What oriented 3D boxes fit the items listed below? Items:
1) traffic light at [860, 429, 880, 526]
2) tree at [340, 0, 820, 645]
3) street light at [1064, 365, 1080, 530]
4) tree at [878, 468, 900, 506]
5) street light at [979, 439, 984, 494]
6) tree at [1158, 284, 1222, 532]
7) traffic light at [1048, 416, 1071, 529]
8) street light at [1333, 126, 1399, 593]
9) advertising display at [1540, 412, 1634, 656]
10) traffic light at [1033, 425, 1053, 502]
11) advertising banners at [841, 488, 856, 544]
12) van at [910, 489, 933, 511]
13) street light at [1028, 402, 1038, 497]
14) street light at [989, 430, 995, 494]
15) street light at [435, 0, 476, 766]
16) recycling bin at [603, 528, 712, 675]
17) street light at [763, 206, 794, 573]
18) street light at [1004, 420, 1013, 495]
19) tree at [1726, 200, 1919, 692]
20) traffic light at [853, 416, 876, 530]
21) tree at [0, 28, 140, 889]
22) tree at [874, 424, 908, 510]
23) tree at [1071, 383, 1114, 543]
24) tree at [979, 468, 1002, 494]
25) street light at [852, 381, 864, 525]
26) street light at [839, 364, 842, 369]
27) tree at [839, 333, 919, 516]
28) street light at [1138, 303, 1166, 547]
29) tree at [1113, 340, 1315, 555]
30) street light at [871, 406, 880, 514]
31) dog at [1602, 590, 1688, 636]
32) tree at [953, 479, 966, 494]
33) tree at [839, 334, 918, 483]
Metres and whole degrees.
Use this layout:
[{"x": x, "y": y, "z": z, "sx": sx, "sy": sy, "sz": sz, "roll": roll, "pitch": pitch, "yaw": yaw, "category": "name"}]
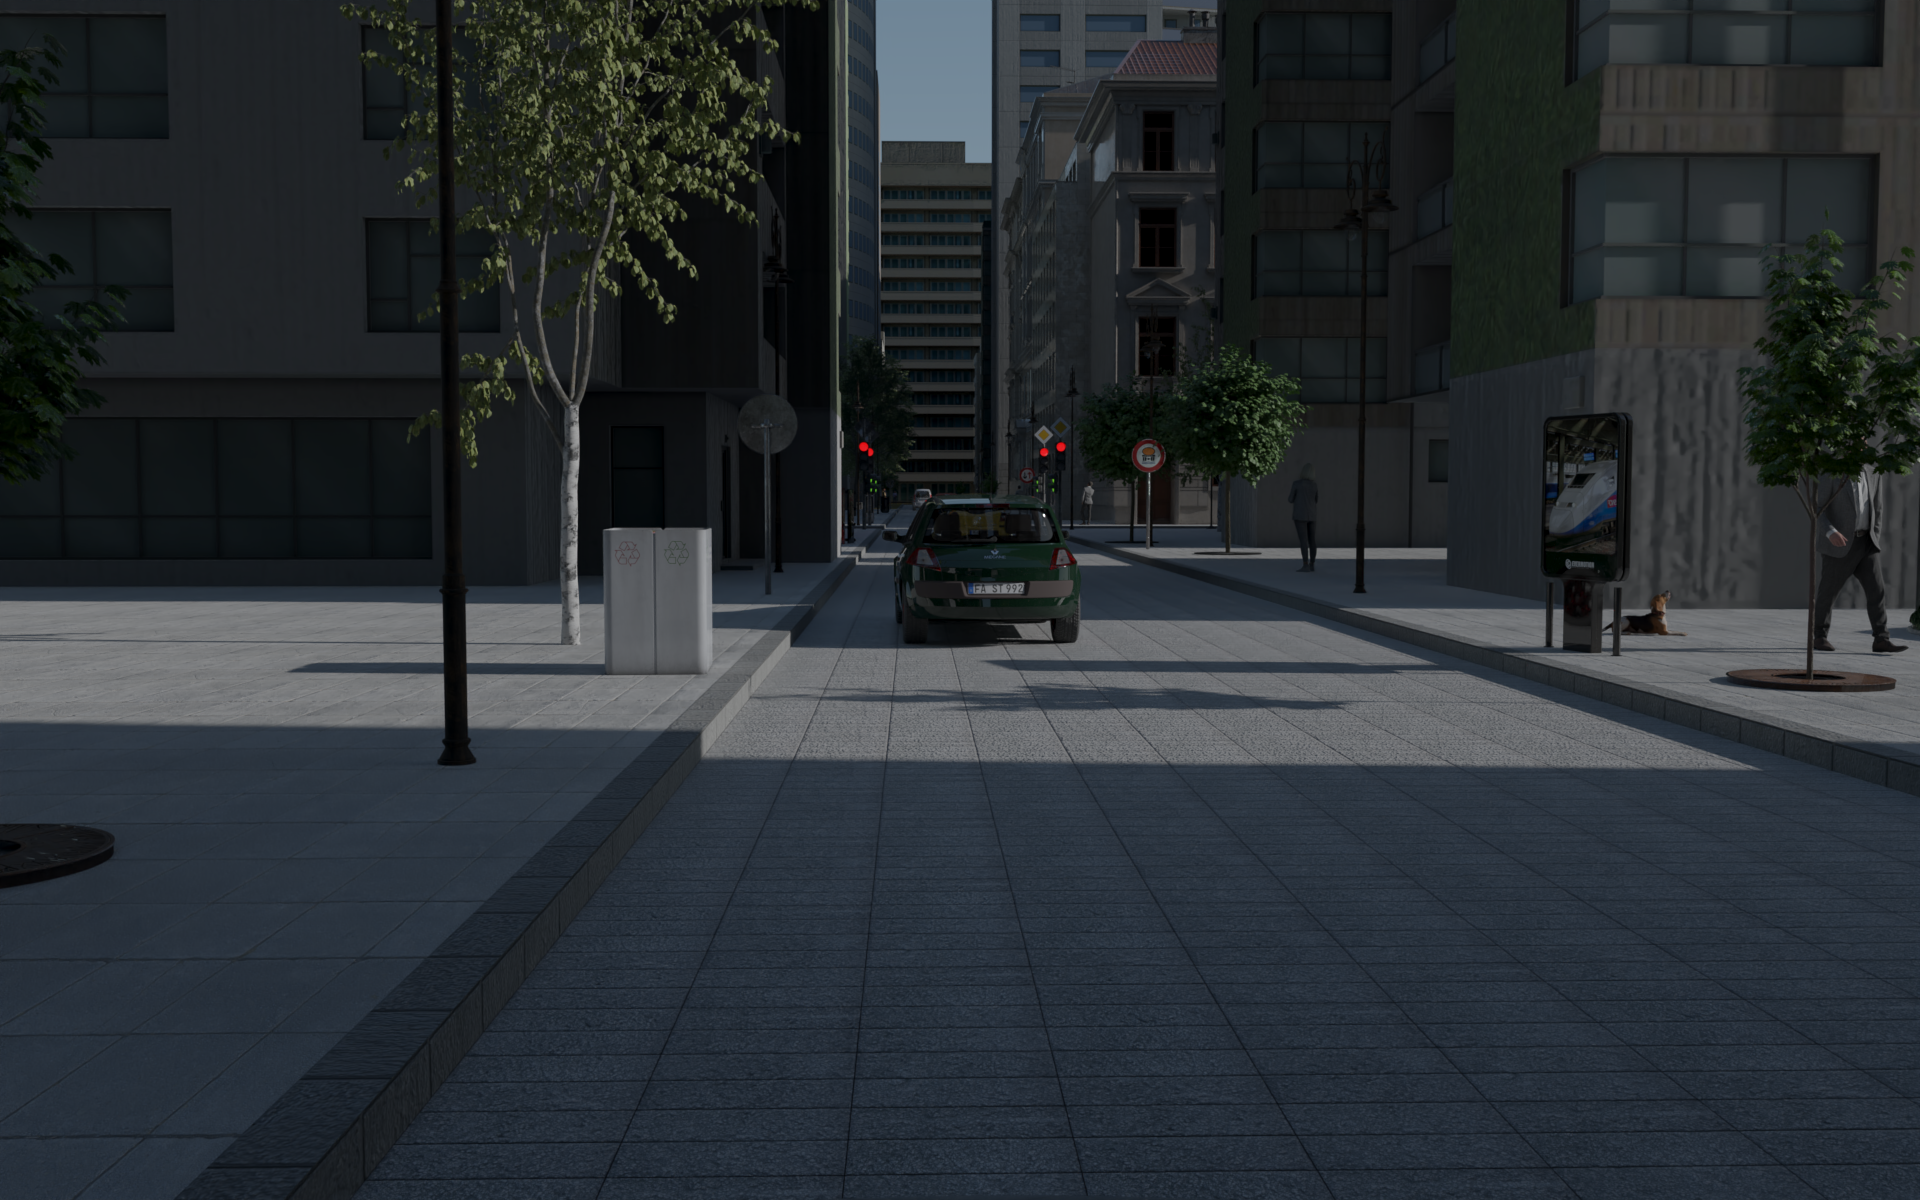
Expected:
[{"x": -3.663, "y": -4.990, "z": 70.512, "sx": 0.839, "sy": 4.253, "sz": 0.868, "roll": 0, "pitch": 4, "yaw": -2, "category": "traffic light"}, {"x": -3.307, "y": -3.939, "z": 14.768, "sx": 4.737, "sy": 8.622, "sz": 4.395, "roll": 0, "pitch": 3, "yaw": 0, "category": "tree"}, {"x": 4.024, "y": -5.466, "z": 62.151, "sx": 0.468, "sy": 5.910, "sz": 1.993, "roll": 0, "pitch": 4, "yaw": -2, "category": "street light"}, {"x": -8.281, "y": -12.676, "z": 190.958, "sx": 4.285, "sy": 4.588, "sz": 4.351, "roll": 0, "pitch": 3, "yaw": 0, "category": "tree"}, {"x": 1.808, "y": -10.564, "z": 145.501, "sx": 0.468, "sy": 5.910, "sz": 1.993, "roll": 0, "pitch": 4, "yaw": -2, "category": "street light"}, {"x": 8.792, "y": -6.629, "z": 58.752, "sx": 4.737, "sy": 8.622, "sz": 4.395, "roll": 0, "pitch": 3, "yaw": 0, "category": "tree"}, {"x": 3.614, "y": -4.515, "z": 62.739, "sx": 0.839, "sy": 4.253, "sz": 0.868, "roll": 0, "pitch": 4, "yaw": -2, "category": "traffic light"}, {"x": 5.186, "y": -3.028, "z": 22.294, "sx": 0.468, "sy": 5.910, "sz": 1.993, "roll": 0, "pitch": 4, "yaw": -2, "category": "street light"}, {"x": 5.070, "y": -0.541, "z": 14.060, "sx": 0.123, "sy": 1.923, "sz": 0.974, "roll": -1, "pitch": 4, "yaw": -18, "category": "advertising display"}, {"x": 3.395, "y": -5.003, "z": 70.721, "sx": 0.839, "sy": 4.253, "sz": 0.868, "roll": 0, "pitch": 4, "yaw": -2, "category": "traffic light"}, {"x": -3.029, "y": -2.944, "z": 44.318, "sx": 0.090, "sy": 3.025, "sz": 2.074, "roll": 1, "pitch": 4, "yaw": 15, "category": "advertising banners"}, {"x": -3.274, "y": -8.743, "z": 149.954, "sx": 2.013, "sy": 2.044, "sz": 4.112, "roll": 0, "pitch": 4, "yaw": -3, "category": "van"}, {"x": 3.594, "y": -6.896, "z": 85.531, "sx": 0.468, "sy": 5.910, "sz": 1.993, "roll": 0, "pitch": 4, "yaw": -2, "category": "street light"}, {"x": 2.363, "y": -9.350, "z": 125.655, "sx": 0.468, "sy": 5.910, "sz": 1.993, "roll": 0, "pitch": 4, "yaw": -2, "category": "street light"}, {"x": -2.400, "y": -2.159, "z": 8.082, "sx": 0.468, "sy": 5.910, "sz": 1.993, "roll": 0, "pitch": 4, "yaw": -2, "category": "street light"}, {"x": -2.188, "y": -0.003, "z": 12.600, "sx": 0.722, "sy": 1.027, "sz": 0.722, "roll": 0, "pitch": 4, "yaw": -5, "category": "recycling bin"}, {"x": -2.967, "y": -3.387, "z": 28.159, "sx": 0.468, "sy": 5.910, "sz": 1.993, "roll": 0, "pitch": 4, "yaw": -2, "category": "street light"}, {"x": 2.979, "y": -8.136, "z": 105.810, "sx": 0.468, "sy": 5.910, "sz": 1.993, "roll": 0, "pitch": 4, "yaw": -2, "category": "street light"}, {"x": 5.637, "y": -1.035, "z": 11.528, "sx": 1.663, "sy": 3.219, "sz": 1.824, "roll": 0, "pitch": 3, "yaw": 0, "category": "tree"}, {"x": -3.444, "y": -4.502, "z": 62.530, "sx": 0.839, "sy": 4.253, "sz": 0.868, "roll": 0, "pitch": 4, "yaw": -2, "category": "traffic light"}, {"x": -3.464, "y": -0.698, "z": 6.011, "sx": 1.663, "sy": 3.219, "sz": 1.824, "roll": 0, "pitch": 3, "yaw": 0, "category": "tree"}, {"x": -6.104, "y": -11.293, "z": 135.001, "sx": 4.360, "sy": 8.622, "sz": 3.978, "roll": 0, "pitch": 3, "yaw": 0, "category": "tree"}, {"x": 4.465, "y": -3.775, "z": 45.430, "sx": 4.285, "sy": 4.588, "sz": 4.351, "roll": 0, "pitch": 3, "yaw": 0, "category": "tree"}, {"x": 2.321, "y": -8.251, "z": 129.501, "sx": 1.663, "sy": 3.219, "sz": 1.824, "roll": 0, "pitch": 3, "yaw": 0, "category": "tree"}, {"x": -4.164, "y": -5.991, "z": 70.742, "sx": 0.468, "sy": 5.910, "sz": 1.993, "roll": 0, "pitch": 4, "yaw": -2, "category": "street light"}, {"x": -3.514, "y": -4.601, "z": 48.006, "sx": 0.468, "sy": 5.910, "sz": 1.993, "roll": 0, "pitch": 4, "yaw": -2, "category": "street light"}, {"x": -5.804, "y": -10.120, "z": 99.871, "sx": 7.601, "sy": 10.594, "sz": 8.767, "roll": 0, "pitch": 4, "yaw": 4, "category": "tree"}, {"x": 4.653, "y": -4.242, "z": 42.142, "sx": 0.468, "sy": 5.910, "sz": 1.993, "roll": 0, "pitch": 4, "yaw": -2, "category": "street light"}, {"x": 5.807, "y": -3.250, "z": 36.849, "sx": 4.285, "sy": 4.588, "sz": 4.351, "roll": 0, "pitch": 3, "yaw": 0, "category": "tree"}, {"x": -4.572, "y": -7.223, "z": 90.880, "sx": 0.468, "sy": 5.910, "sz": 1.993, "roll": 0, "pitch": 4, "yaw": -2, "category": "street light"}, {"x": 6.224, "y": 0.115, "z": 15.852, "sx": 0.550, "sy": 0.427, "sz": 0.748, "roll": -2, "pitch": 4, "yaw": -28, "category": "dog"}, {"x": 0.152, "y": -13.696, "z": 218.536, "sx": 1.663, "sy": 3.219, "sz": 1.824, "roll": 0, "pitch": 3, "yaw": 0, "category": "tree"}, {"x": -6.580, "y": -12.561, "z": 123.496, "sx": 7.486, "sy": 12.596, "sz": 7.792, "roll": 0, "pitch": 3, "yaw": 0, "category": "tree"}]
